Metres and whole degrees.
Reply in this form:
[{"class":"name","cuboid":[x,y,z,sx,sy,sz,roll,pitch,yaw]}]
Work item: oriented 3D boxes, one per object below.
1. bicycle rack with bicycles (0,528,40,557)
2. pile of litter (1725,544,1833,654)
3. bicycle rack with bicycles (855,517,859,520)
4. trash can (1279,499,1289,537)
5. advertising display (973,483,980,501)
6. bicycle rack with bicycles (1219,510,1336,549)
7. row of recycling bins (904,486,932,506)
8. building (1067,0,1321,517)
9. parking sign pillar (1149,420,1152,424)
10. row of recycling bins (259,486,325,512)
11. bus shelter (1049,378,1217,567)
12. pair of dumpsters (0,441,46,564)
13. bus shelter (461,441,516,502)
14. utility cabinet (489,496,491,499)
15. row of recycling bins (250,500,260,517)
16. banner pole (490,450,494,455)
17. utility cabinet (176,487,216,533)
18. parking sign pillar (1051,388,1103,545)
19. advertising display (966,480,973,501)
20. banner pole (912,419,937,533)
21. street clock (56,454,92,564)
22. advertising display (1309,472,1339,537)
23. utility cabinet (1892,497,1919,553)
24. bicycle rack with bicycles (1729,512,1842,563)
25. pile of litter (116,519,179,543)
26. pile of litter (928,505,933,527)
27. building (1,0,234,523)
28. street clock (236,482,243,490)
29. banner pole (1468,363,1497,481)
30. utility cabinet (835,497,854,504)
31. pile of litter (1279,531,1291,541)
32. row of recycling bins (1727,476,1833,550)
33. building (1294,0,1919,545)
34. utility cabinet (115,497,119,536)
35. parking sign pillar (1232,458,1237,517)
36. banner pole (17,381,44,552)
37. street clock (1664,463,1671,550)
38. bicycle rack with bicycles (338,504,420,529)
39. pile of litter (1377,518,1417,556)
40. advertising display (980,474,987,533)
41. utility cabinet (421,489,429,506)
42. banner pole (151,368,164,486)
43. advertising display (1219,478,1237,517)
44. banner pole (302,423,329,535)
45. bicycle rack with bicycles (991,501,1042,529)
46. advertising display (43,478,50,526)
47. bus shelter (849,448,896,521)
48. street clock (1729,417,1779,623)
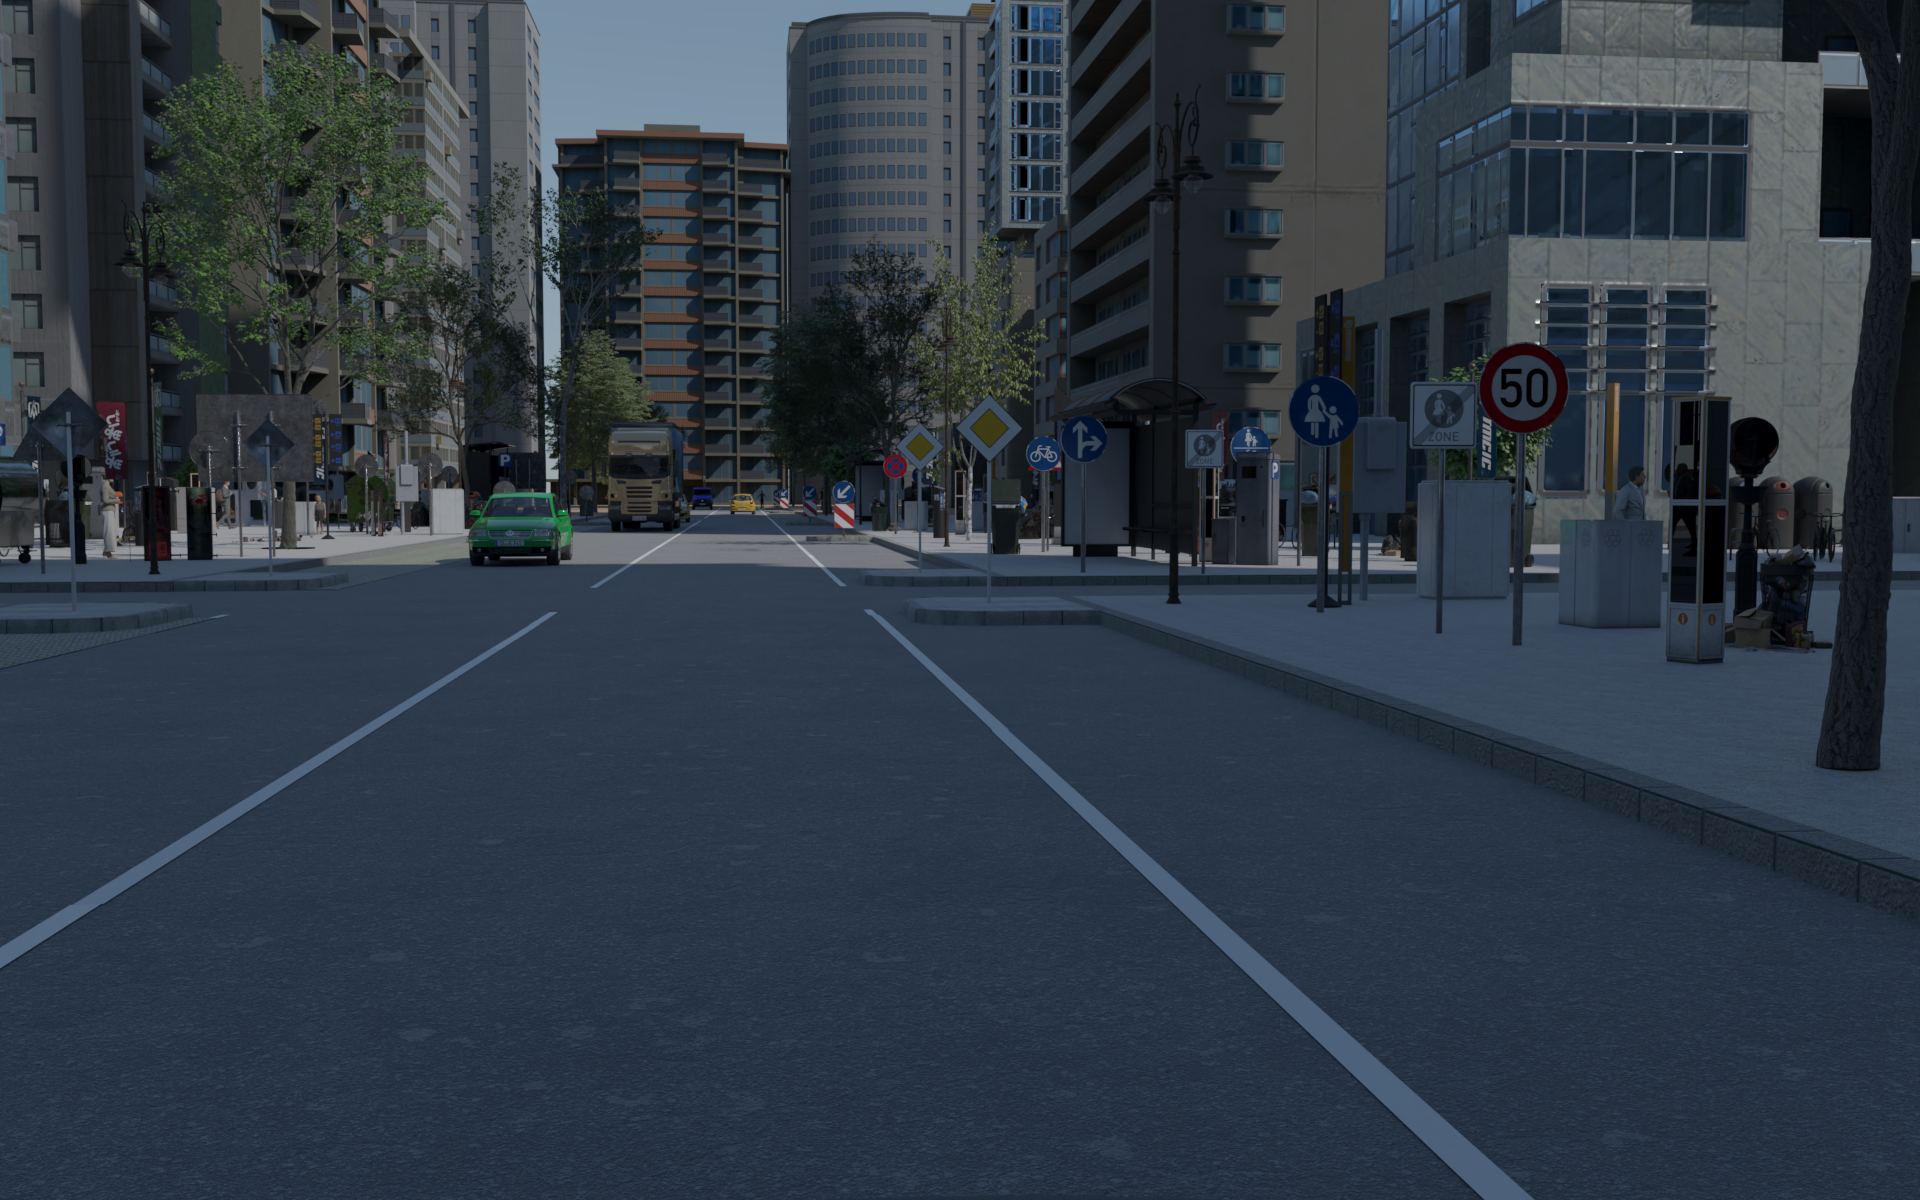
[{"class":"bicycle rack with bicycles","cuboid":[-20.196,-1.356,35.550,2.852,0.926,2.925,-1,4,-17]},{"class":"pile of litter","cuboid":[6.809,-0.051,14.796,1.176,0.858,1.719,2,4,26]},{"class":"bicycle rack with bicycles","cuboid":[-4.586,-4.477,86.576,2.925,0.926,2.852,0,4,2]},{"class":"trash can","cuboid":[9.025,-2.317,49.535,0.748,1.137,0.748,0,3,0]},{"class":"advertising display","cuboid":[1.016,-5.908,101.815,0.974,1.923,0.123,3,4,36]},{"class":"bicycle rack with bicycles","cuboid":[7.803,-1.673,40.731,2.852,0.926,2.925,3,5,39]},{"class":"row of recycling bins","cuboid":[-1.876,-5.061,89.861,1.069,1.692,3.534,2,4,29]},{"class":"building","cuboid":[17.964,-28.437,88.650,21.300,48.544,21.600,0,4,-7]},{"class":"parking sign pillar","cuboid":[6.304,-4.515,62.286,1.447,3.967,1.447,-2,4,-31]},{"class":"row of recycling bins","cuboid":[-35.528,-5.241,92.802,1.069,1.692,3.534,2,4,31]},{"class":"bus shelter","cuboid":[3.148,-2.385,32.914,2.014,3.302,5.546,0,4,-7]},{"class":"pair of dumpsters","cuboid":[-17.365,-1.668,29.761,1.574,2.255,4.437,0,4,-7]},{"class":"bus shelter","cuboid":[-21.820,-5.440,80.227,1.731,3.624,6.357,0,4,-7]},{"class":"utility cabinet","cuboid":[-19.685,-3.865,74.358,1.020,1.237,0.306,1,4,16]},{"class":"row of recycling bins","cuboid":[-38.865,-5.560,98.011,1.069,1.692,3.534,2,4,27]},{"class":"banner pole","cuboid":[-22.835,-5.787,84.633,0.401,3.779,0.863,-2,4,-27]},{"class":"utility cabinet","cuboid":[-24.791,-2.908,56.227,1.173,1.500,0.318,0,4,8]},{"class":"parking sign pillar","cuboid":[3.033,-3.387,43.845,1.447,3.967,1.447,0,4,3]},{"class":"advertising display","cuboid":[0.369,-4.597,80.368,0.123,1.923,0.974,0,4,7]},{"class":"banner pole","cuboid":[-1.165,-4.139,57.689,0.863,3.779,0.401,0,4,-8]},{"class":"street clock","cuboid":[-16.125,-1.656,31.651,0.358,2.002,0.471,3,4,36]},{"class":"advertising display","cuboid":[10.891,-2.847,51.761,0.974,1.923,0.123,3,4,38]},{"class":"utility cabinet","cuboid":[20.512,-1.628,37.772,1.020,1.237,0.306,3,5,42]},{"class":"bicycle rack with bicycles","cuboid":[16.343,-1.242,33.685,2.852,0.926,2.925,3,4,39]},{"class":"pile of litter","cuboid":[-21.783,-1.967,46.128,1.719,0.858,1.176,0,4,7]},{"class":"pile of litter","cuboid":[-1.263,-3.262,67.295,1.719,0.858,1.176,2,4,28]},{"class":"building","cuboid":[-43.834,-24.315,81.143,14.154,41.232,14.086,0,4,-7]},{"class":"street clock","cuboid":[-32.351,-4.487,77.934,0.358,2.002,0.471,-3,5,-40]},{"class":"banner pole","cuboid":[9.991,-2.646,33.277,0.863,3.779,0.401,-1,4,-23]},{"class":"utility cabinet","cuboid":[-6.268,-5.063,93.941,1.020,1.237,0.306,-1,4,-23]},{"class":"pile of litter","cuboid":[8.316,-2.045,47.403,1.719,0.858,1.176,0,4,-1]},{"class":"row of recycling bins","cuboid":[18.523,-2.029,40.289,3.534,1.692,1.069,-1,4,-8]},{"class":"building","cuboid":[27.743,-45.351,54.162,31.000,86.520,22.319,0,4,-7]},{"class":"utility cabinet","cuboid":[-26.019,-2.538,52.663,0.306,1.237,1.020,1,4,9]},{"class":"parking sign pillar","cuboid":[12.777,-5.404,76.832,1.447,3.967,1.447,1,4,20]},{"class":"banner pole","cuboid":[-20.822,-2.985,38.827,0.401,3.779,0.863,0,4,7]},{"class":"street clock","cuboid":[16.443,-2.158,39.860,0.358,2.002,0.471,-1,4,-18]},{"class":"bicycle rack with bicycles","cuboid":[-21.565,-3.079,63.716,2.852,0.926,2.925,-3,5,-43]},{"class":"pile of litter","cuboid":[9.530,-1.360,36.202,1.719,0.858,1.176,0,4,2]},{"class":"advertising display","cuboid":[0.826,-3.159,56.857,0.123,1.923,0.974,0,4,-1]},{"class":"utility cabinet","cuboid":[-22.320,-3.983,73.795,1.173,1.500,0.318,-1,4,-23]},{"class":"banner pole","cuboid":[-15.912,-2.709,34.312,0.401,3.779,0.863,-3,5,-42]},{"class":"advertising display","cuboid":[10.898,-4.034,71.175,0.974,1.923,0.123,2,4,28]},{"class":"banner pole","cuboid":[-20.057,-3.905,53.856,0.863,3.779,0.401,-1,4,-21]},{"class":"bicycle rack with bicycles","cuboid":[1.663,-3.163,65.098,2.852,0.926,2.925,-1,4,-17]},{"class":"advertising display","cuboid":[-37.270,-3.998,70.589,0.123,1.923,0.974,-1,4,-16]},{"class":"bus shelter","cuboid":[-3.881,-5.200,78.941,2.014,3.302,5.546,0,4,-7]},{"class":"street clock","cuboid":[7.456,-0.723,16.393,0.471,2.002,0.358,1,4,16]}]
